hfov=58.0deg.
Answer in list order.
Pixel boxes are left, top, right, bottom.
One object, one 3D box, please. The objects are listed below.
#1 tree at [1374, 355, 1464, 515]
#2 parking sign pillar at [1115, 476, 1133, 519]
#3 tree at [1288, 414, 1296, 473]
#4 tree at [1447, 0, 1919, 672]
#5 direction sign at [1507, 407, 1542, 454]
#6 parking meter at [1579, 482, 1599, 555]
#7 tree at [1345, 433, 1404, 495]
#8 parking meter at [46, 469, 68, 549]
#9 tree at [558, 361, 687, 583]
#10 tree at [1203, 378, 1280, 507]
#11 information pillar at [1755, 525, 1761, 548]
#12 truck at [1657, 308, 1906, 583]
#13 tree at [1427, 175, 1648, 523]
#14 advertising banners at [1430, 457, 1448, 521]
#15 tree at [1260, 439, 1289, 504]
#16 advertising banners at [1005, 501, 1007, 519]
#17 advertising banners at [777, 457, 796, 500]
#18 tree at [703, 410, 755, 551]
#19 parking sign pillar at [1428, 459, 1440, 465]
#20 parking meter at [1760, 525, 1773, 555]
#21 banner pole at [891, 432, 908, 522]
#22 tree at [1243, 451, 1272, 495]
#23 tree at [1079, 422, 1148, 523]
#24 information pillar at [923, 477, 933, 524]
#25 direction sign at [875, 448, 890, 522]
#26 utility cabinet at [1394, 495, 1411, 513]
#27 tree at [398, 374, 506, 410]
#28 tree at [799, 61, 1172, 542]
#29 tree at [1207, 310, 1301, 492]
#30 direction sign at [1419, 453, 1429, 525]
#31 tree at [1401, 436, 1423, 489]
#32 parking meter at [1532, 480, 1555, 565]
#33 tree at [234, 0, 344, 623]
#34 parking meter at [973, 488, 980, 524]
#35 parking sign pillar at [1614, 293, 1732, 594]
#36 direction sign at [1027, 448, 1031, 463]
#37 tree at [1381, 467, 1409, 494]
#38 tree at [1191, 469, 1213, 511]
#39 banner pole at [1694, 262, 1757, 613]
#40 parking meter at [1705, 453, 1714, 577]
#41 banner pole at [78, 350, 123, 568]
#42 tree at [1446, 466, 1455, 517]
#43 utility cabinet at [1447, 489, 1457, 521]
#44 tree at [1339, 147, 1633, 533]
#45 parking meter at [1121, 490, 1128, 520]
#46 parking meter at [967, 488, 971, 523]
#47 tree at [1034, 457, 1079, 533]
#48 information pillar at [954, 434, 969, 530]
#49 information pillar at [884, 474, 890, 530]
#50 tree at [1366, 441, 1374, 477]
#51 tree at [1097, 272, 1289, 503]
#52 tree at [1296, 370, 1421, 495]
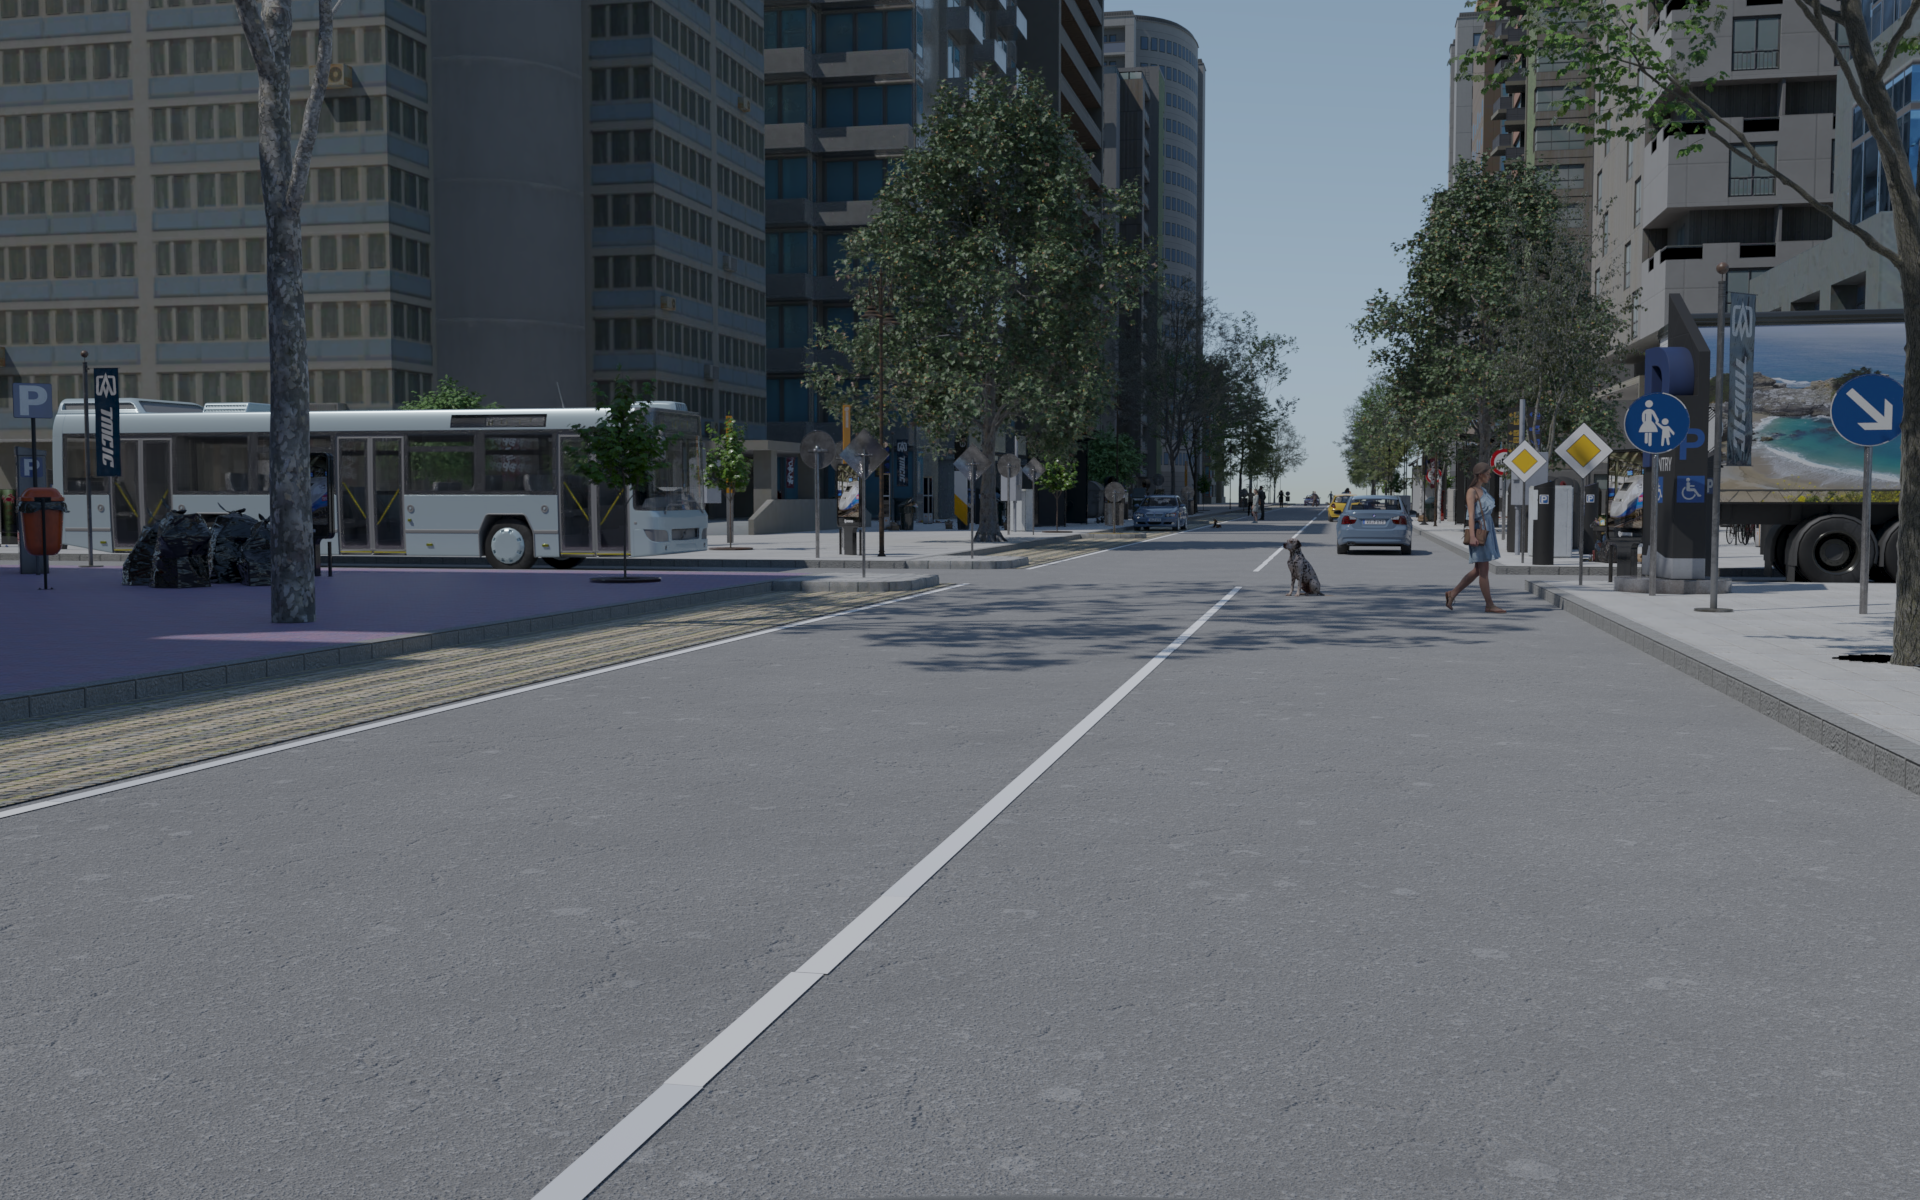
[{"bbox_3d":[23.010,-8.252,85.280,4.737,8.622,4.395,0,3,0],"label":"tree"},{"bbox_3d":[8.501,-6.214,90.064,1.447,3.967,1.447,2,4,29],"label":"parking sign pillar"},{"bbox_3d":[46.319,-21.036,254.306,12.009,13.543,11.850,0,3,0],"label":"tree"},{"bbox_3d":[7.193,-5.326,12.842,9.928,11.665,9.643,0,3,0],"label":"tree"},{"bbox_3d":[14.712,-3.255,45.217,0.876,3.537,0.379,3,4,37],"label":"direction sign"},{"bbox_3d":[13.389,-1.741,36.882,0.372,1.533,0.369,0,3,0],"label":"parking meter"},{"bbox_3d":[52.030,-18.181,215.379,7.486,12.596,7.792,0,3,0],"label":"tree"},{"bbox_3d":[-20.900,-2.105,40.129,0.399,1.863,0.255,-1,4,-15],"label":"parking meter"},{"bbox_3d":[-4.962,-1.885,25.417,1.663,3.219,1.824,0,3,0],"label":"tree"},{"bbox_3d":[27.723,-15.320,168.607,7.486,12.596,7.792,0,3,0],"label":"tree"},{"bbox_3d":[19.320,-2.269,41.588,0.304,2.012,0.304,0,4,7],"label":"information pillar"},{"bbox_3d":[16.912,-2.315,26.761,11.283,4.237,2.839,1,4,14],"label":"truck"},{"bbox_3d":[14.009,-5.550,41.105,4.360,8.622,3.978,0,3,0],"label":"tree"},{"bbox_3d":[22.794,-5.244,81.928,2.074,3.025,0.090,-3,5,-40],"label":"advertising banners"},{"bbox_3d":[44.515,-18.027,245.109,4.360,8.622,3.978,0,3,0],"label":"tree"},{"bbox_3d":[2.702,-5.669,88.873,0.090,3.025,2.074,-1,4,-19],"label":"advertising banners"},{"bbox_3d":[-8.320,-5.032,78.454,2.074,3.025,0.090,-2,4,-35],"label":"advertising banners"},{"bbox_3d":[-5.221,-2.768,39.853,1.663,3.219,1.824,0,3,0],"label":"tree"},{"bbox_3d":[27.874,-6.958,102.240,1.447,3.967,1.447,0,4,-5],"label":"parking sign pillar"},{"bbox_3d":[17.089,-1.719,36.515,0.372,1.533,0.369,0,3,0],"label":"parking meter"},{"bbox_3d":[-2.470,-4.858,69.446,0.863,3.779,0.401,0,4,-4],"label":"banner pole"},{"bbox_3d":[36.126,-15.988,211.769,4.737,8.622,4.395,0,3,0],"label":"tree"},{"bbox_3d":[6.833,-5.796,78.481,4.285,4.588,4.351,0,3,0],"label":"tree"},{"bbox_3d":[-1.373,-4.238,73.785,0.304,2.012,0.304,2,4,35],"label":"information pillar"},{"bbox_3d":[-3.584,-5.369,79.773,0.876,3.537,0.379,-3,5,-43],"label":"direction sign"},{"bbox_3d":[26.510,-5.662,103.734,1.020,1.237,0.306,-2,4,-23],"label":"utility cabinet"},{"bbox_3d":[-13.883,-3.893,47.364,4.285,4.588,4.351,0,3,0],"label":"tree"},{"bbox_3d":[0.774,-7.902,46.213,9.611,12.733,9.660,0,3,0],"label":"tree"},{"bbox_3d":[29.509,-19.921,181.601,12.611,20.169,13.585,0,3,0],"label":"tree"},{"bbox_3d":[19.281,-4.884,71.854,0.379,3.537,0.876,2,4,26],"label":"direction sign"},{"bbox_3d":[21.077,-7.691,76.106,4.360,8.622,3.978,0,3,0],"label":"tree"},{"bbox_3d":[10.555,-1.401,31.314,0.372,1.533,0.369,0,3,0],"label":"parking meter"},{"bbox_3d":[-7.891,-9.787,15.908,12.611,20.169,13.585,0,3,0],"label":"tree"},{"bbox_3d":[0.828,-3.984,73.554,0.372,1.533,0.369,0,3,0],"label":"parking meter"},{"bbox_3d":[9.389,-2.095,22.719,1.447,3.967,1.447,0,4,5],"label":"parking sign pillar"},{"bbox_3d":[3.332,-5.068,74.864,0.876,3.537,0.379,1,4,15],"label":"direction sign"},{"bbox_3d":[31.461,-7.966,124.843,1.663,3.219,1.824,0,3,0],"label":"tree"},{"bbox_3d":[18.625,-8.490,133.414,1.663,3.219,1.824,0,3,0],"label":"tree"},{"bbox_3d":[8.428,-1.769,18.936,0.863,3.779,0.401,-2,4,-33],"label":"banner pole"},{"bbox_3d":[10.490,-1.152,24.552,0.399,1.863,0.255,-3,4,-39],"label":"parking meter"},{"bbox_3d":[-15.022,-2.461,30.249,0.863,3.779,0.401,0,4,8],"label":"banner pole"},{"bbox_3d":[26.805,-6.251,96.807,1.663,3.219,1.824,0,3,0],"label":"tree"},{"bbox_3d":[24.445,-4.647,84.658,0.318,1.500,1.173,-1,4,-21],"label":"utility cabinet"},{"bbox_3d":[17.533,-8.587,57.413,9.611,12.733,9.660,0,3,0],"label":"tree"},{"bbox_3d":[8.226,-4.778,86.525,0.372,1.533,0.369,0,3,0],"label":"parking meter"},{"bbox_3d":[0.488,-4.147,76.216,0.372,1.533,0.369,0,3,0],"label":"parking meter"},{"bbox_3d":[3.097,-3.842,57.418,1.663,3.219,1.824,0,3,0],"label":"tree"},{"bbox_3d":[0.046,-4.317,61.930,0.504,3.616,0.183,1,4,23],"label":"information pillar"},{"bbox_3d":[-2.650,-3.516,61.973,0.304,2.012,0.304,0,4,-3],"label":"information pillar"},{"bbox_3d":[36.754,-12.036,147.158,4.737,8.622,4.395,0,3,0],"label":"tree"},{"bbox_3d":[11.892,-11.376,96.368,12.009,13.543,11.850,0,3,0],"label":"tree"},{"bbox_3d":[41.955,-15.917,170.609,12.009,13.543,11.850,0,3,0],"label":"tree"}]
